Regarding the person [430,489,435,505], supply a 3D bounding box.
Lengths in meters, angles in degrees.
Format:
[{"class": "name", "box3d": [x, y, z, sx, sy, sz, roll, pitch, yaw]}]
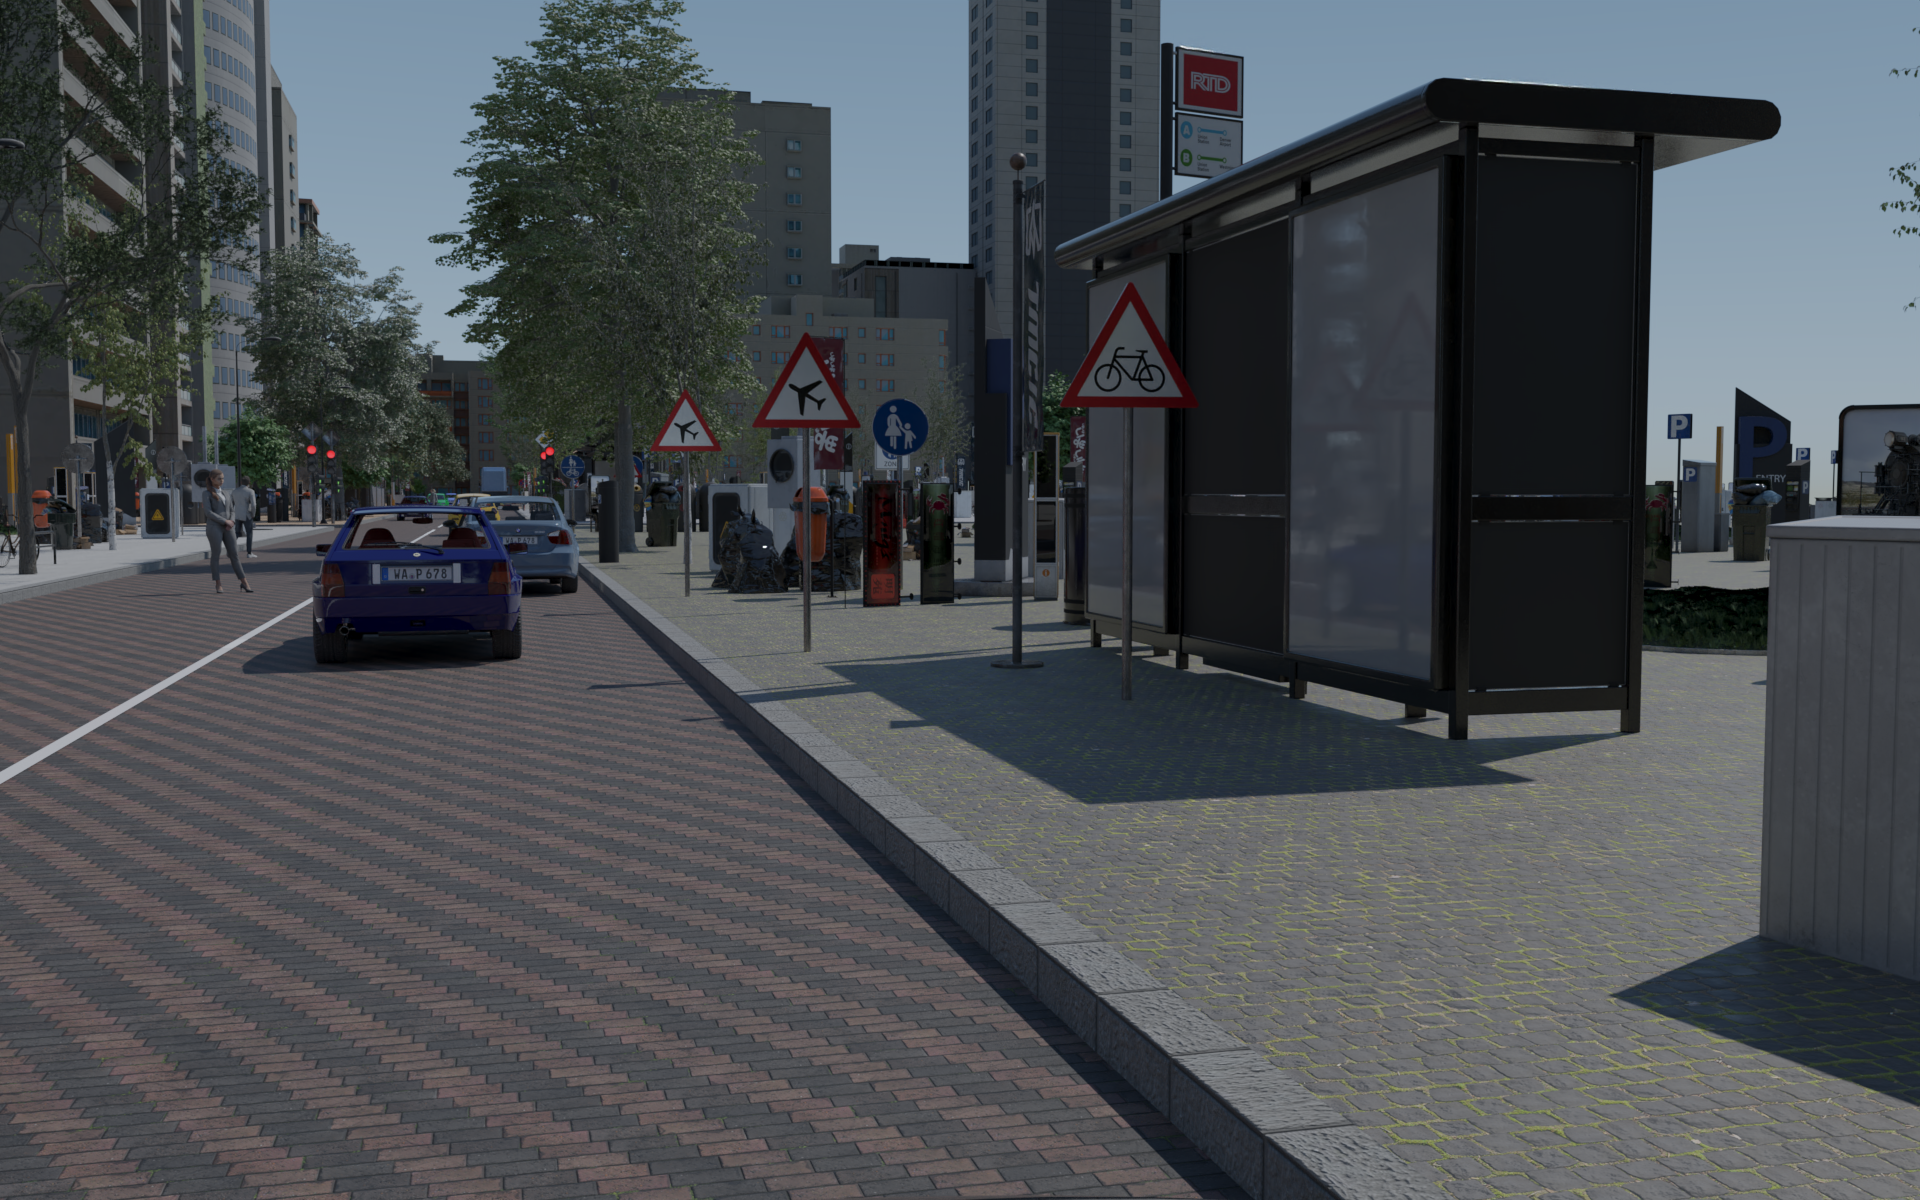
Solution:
[{"class": "person", "box3d": [-39.203, -7.336, 128.538, 0.767, 1.812, 0.694, -2, 4, -28]}]

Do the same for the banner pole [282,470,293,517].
[{"class": "banner pole", "box3d": [-37.508, -6.522, 96.650, 0.401, 3.779, 0.863, 2, 4, 24]}]

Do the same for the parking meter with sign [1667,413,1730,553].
[{"class": "parking meter with sign", "box3d": [16.302, -2.562, 38.144, 1.738, 3.016, 0.543, -2, 4, -35]}]

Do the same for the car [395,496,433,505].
[{"class": "car", "box3d": [-29.525, -4.966, 93.780, 1.945, 1.354, 3.894, -1, 4, -14]}]

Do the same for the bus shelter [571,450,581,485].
[{"class": "bus shelter", "box3d": [-20.187, -6.319, 94.592, 1.731, 3.624, 6.357, -1, 4, -15]}]

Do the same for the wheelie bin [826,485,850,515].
[{"class": "wheelie bin", "box3d": [-4.137, -3.111, 58.766, 0.693, 1.594, 0.980, 2, 4, 35]}]

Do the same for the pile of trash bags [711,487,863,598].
[{"class": "pile of trash bags", "box3d": [-2.174, -0.797, 22.780, 1.912, 1.369, 3.447, -1, 4, -15]}]

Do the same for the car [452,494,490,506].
[{"class": "car", "box3d": [-16.973, -3.069, 60.406, 2.015, 1.641, 3.980, -1, 4, -17]}]

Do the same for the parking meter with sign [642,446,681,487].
[{"class": "parking meter with sign", "box3d": [-10.562, -3.961, 61.023, 0.543, 3.016, 1.738, 1, 4, 16]}]

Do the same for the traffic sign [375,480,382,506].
[{"class": "traffic sign", "box3d": [-40.278, -7.307, 119.568, 0.768, 2.556, 0.104, -1, 4, -11]}]

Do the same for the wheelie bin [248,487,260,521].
[{"class": "wheelie bin", "box3d": [-33.284, -4.486, 81.247, 0.980, 1.594, 0.693, 2, 4, 29]}]

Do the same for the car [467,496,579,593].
[{"class": "car", "box3d": [-6.762, -0.866, 26.158, 2.014, 1.417, 4.499, -1, 4, -17]}]

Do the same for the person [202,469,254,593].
[{"class": "person", "box3d": [-10.594, -0.994, 25.034, 0.573, 1.790, 0.520, 1, 4, 9]}]

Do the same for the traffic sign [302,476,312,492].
[{"class": "traffic sign", "box3d": [-37.405, -6.082, 99.553, 0.768, 2.556, 0.104, -1, 4, -8]}]

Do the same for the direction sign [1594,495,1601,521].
[{"class": "direction sign", "box3d": [6.947, -1.641, 18.829, 0.876, 3.537, 0.379, 3, 4, 37]}]

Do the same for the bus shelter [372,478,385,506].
[{"class": "bus shelter", "box3d": [-45.413, -8.615, 134.774, 2.014, 3.302, 5.546, -1, 4, -15]}]

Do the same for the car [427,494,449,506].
[{"class": "car", "box3d": [-42.993, -8.162, 142.250, 1.959, 1.807, 4.718, -1, 4, -13]}]

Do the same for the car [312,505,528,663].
[{"class": "car", "box3d": [-5.016, -0.220, 16.171, 1.945, 1.354, 3.894, -1, 4, -16]}]

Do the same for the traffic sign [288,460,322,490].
[{"class": "traffic sign", "box3d": [-39.111, -6.694, 103.314, 2.265, 3.308, 0.079, -1, 4, -11]}]

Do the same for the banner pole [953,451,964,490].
[{"class": "banner pole", "box3d": [-0.089, -6.813, 101.410, 0.863, 3.779, 0.401, 0, 4, -3]}]

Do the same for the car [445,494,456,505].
[{"class": "car", "box3d": [-59.051, -11.706, 200.987, 1.945, 1.707, 3.694, -1, 4, -13]}]

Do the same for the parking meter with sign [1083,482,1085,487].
[{"class": "parking meter with sign", "box3d": [7.128, -5.735, 90.031, 1.738, 3.016, 0.543, 2, 4, 23]}]

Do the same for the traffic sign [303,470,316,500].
[{"class": "traffic sign", "box3d": [-33.585, -5.473, 89.585, 0.768, 2.556, 0.104, -1, 4, -9]}]

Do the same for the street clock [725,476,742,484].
[{"class": "street clock", "box3d": [-8.850, -3.898, 68.297, 0.358, 2.002, 0.471, 3, 4, 36]}]

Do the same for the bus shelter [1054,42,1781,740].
[{"class": "bus shelter", "box3d": [2.239, -2.175, 13.191, 2.179, 5.291, 8.768, -1, 4, -15]}]

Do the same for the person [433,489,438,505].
[{"class": "person", "box3d": [-39.680, -7.443, 130.381, 0.709, 1.800, 0.728, 1, 4, 9]}]

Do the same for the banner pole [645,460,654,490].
[{"class": "banner pole", "box3d": [-20.859, -7.721, 116.258, 0.863, 3.779, 0.401, 1, 4, 20]}]

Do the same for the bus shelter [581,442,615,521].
[{"class": "bus shelter", "box3d": [-16.445, -5.456, 80.494, 1.731, 3.624, 6.357, -1, 4, -15]}]

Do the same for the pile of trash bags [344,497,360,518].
[{"class": "pile of trash bags", "box3d": [-34.353, -5.188, 94.583, 3.447, 1.369, 1.912, 1, 4, 11]}]

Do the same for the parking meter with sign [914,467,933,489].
[{"class": "parking meter with sign", "box3d": [-2.080, -6.928, 109.527, 1.738, 3.016, 0.543, 3, 5, 44]}]

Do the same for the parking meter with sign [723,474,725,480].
[{"class": "parking meter with sign", "box3d": [-20.901, -9.243, 147.377, 1.738, 3.016, 0.543, 0, 4, -2]}]

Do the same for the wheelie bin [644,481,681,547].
[{"class": "wheelie bin", "box3d": [-7.242, -2.106, 42.341, 0.693, 1.594, 0.980, 2, 4, 35]}]

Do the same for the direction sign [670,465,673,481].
[{"class": "direction sign", "box3d": [-22.214, -8.751, 135.081, 0.379, 3.537, 0.876, 3, 5, 44]}]

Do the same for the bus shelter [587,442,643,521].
[{"class": "bus shelter", "box3d": [-13.300, -4.486, 67.271, 2.014, 3.302, 5.546, -1, 4, -15]}]

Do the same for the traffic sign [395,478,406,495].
[{"class": "traffic sign", "box3d": [-43.344, -8.201, 134.189, 0.768, 2.556, 0.104, -1, 4, -12]}]

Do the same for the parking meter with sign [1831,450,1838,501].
[{"class": "parking meter with sign", "box3d": [35.533, -4.432, 68.726, 1.738, 3.016, 0.543, 0, 4, 7]}]

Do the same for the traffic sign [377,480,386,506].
[{"class": "traffic sign", "box3d": [-43.216, -7.785, 129.411, 0.606, 2.300, 0.079, 0, 4, -8]}]

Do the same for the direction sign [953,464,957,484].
[{"class": "direction sign", "box3d": [-0.143, -8.419, 129.649, 0.876, 3.537, 0.379, 1, 4, 22]}]

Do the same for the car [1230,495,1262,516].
[{"class": "car", "box3d": [13.299, -4.119, 79.707, 4.827, 1.381, 2.083, -1, 4, -16]}]

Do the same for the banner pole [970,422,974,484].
[{"class": "banner pole", "box3d": [0.729, -2.940, 38.083, 0.401, 3.779, 0.863, 3, 5, 44]}]

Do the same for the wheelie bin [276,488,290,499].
[{"class": "wheelie bin", "box3d": [-36.306, -5.182, 92.640, 0.980, 1.594, 0.693, 2, 4, 29]}]

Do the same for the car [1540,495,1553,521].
[{"class": "car", "box3d": [29.881, -4.554, 86.465, 4.499, 1.417, 2.014, -1, 4, -17]}]

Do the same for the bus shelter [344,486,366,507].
[{"class": "bus shelter", "box3d": [-41.759, -7.864, 119.866, 1.731, 3.624, 6.357, -1, 4, -15]}]

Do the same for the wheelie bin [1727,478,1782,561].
[{"class": "wheelie bin", "box3d": [15.241, -1.552, 33.277, 0.980, 1.594, 0.693, 2, 4, 33]}]

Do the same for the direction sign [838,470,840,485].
[{"class": "direction sign", "box3d": [-6.672, -6.364, 96.047, 0.379, 3.537, 0.876, 1, 4, 9]}]

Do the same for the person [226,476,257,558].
[{"class": "person", "box3d": [-16.084, -1.862, 38.794, 0.661, 1.843, 0.795, 1, 4, 11]}]

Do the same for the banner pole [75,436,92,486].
[{"class": "banner pole", "box3d": [-37.651, -5.160, 74.382, 0.863, 3.779, 0.401, -3, 5, -44]}]

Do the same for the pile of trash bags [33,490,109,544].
[{"class": "pile of trash bags", "box3d": [-23.136, -2.128, 44.541, 1.912, 1.369, 3.447, -1, 4, -12]}]

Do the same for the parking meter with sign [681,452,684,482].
[{"class": "parking meter with sign", "box3d": [-10.901, -4.326, 66.988, 0.543, 3.016, 1.738, -1, 4, -13]}]

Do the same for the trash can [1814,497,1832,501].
[{"class": "trash can", "box3d": [36.659, -3.785, 73.535, 0.748, 1.137, 0.748, 0, 3, 0]}]

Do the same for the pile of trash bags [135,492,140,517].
[{"class": "pile of trash bags", "box3d": [-45.466, -5.292, 96.278, 1.912, 1.369, 3.447, -1, 4, -13]}]

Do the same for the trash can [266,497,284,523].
[{"class": "trash can", "box3d": [-30.727, -4.041, 77.732, 0.748, 1.137, 0.748, 0, 3, 0]}]

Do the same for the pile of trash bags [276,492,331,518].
[{"class": "pile of trash bags", "box3d": [-34.578, -4.991, 91.359, 3.447, 1.369, 1.912, -1, 4, -13]}]

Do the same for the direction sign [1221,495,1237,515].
[{"class": "direction sign", "box3d": [3.257, -1.795, 21.344, 0.379, 3.537, 0.876, -1, 4, -14]}]

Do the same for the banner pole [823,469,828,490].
[{"class": "banner pole", "box3d": [-6.975, -6.108, 89.884, 0.401, 3.779, 0.863, 1, 4, 18]}]

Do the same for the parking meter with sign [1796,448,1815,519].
[{"class": "parking meter with sign", "box3d": [33.395, -4.456, 69.121, 1.738, 3.016, 0.543, 2, 4, 28]}]

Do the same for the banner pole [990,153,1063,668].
[{"class": "banner pole", "box3d": [0.485, -1.381, 12.591, 0.401, 3.779, 0.863, -1, 4, -15]}]

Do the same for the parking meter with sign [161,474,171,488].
[{"class": "parking meter with sign", "box3d": [-37.500, -5.242, 81.968, 0.543, 3.016, 1.738, -1, 4, -20]}]
